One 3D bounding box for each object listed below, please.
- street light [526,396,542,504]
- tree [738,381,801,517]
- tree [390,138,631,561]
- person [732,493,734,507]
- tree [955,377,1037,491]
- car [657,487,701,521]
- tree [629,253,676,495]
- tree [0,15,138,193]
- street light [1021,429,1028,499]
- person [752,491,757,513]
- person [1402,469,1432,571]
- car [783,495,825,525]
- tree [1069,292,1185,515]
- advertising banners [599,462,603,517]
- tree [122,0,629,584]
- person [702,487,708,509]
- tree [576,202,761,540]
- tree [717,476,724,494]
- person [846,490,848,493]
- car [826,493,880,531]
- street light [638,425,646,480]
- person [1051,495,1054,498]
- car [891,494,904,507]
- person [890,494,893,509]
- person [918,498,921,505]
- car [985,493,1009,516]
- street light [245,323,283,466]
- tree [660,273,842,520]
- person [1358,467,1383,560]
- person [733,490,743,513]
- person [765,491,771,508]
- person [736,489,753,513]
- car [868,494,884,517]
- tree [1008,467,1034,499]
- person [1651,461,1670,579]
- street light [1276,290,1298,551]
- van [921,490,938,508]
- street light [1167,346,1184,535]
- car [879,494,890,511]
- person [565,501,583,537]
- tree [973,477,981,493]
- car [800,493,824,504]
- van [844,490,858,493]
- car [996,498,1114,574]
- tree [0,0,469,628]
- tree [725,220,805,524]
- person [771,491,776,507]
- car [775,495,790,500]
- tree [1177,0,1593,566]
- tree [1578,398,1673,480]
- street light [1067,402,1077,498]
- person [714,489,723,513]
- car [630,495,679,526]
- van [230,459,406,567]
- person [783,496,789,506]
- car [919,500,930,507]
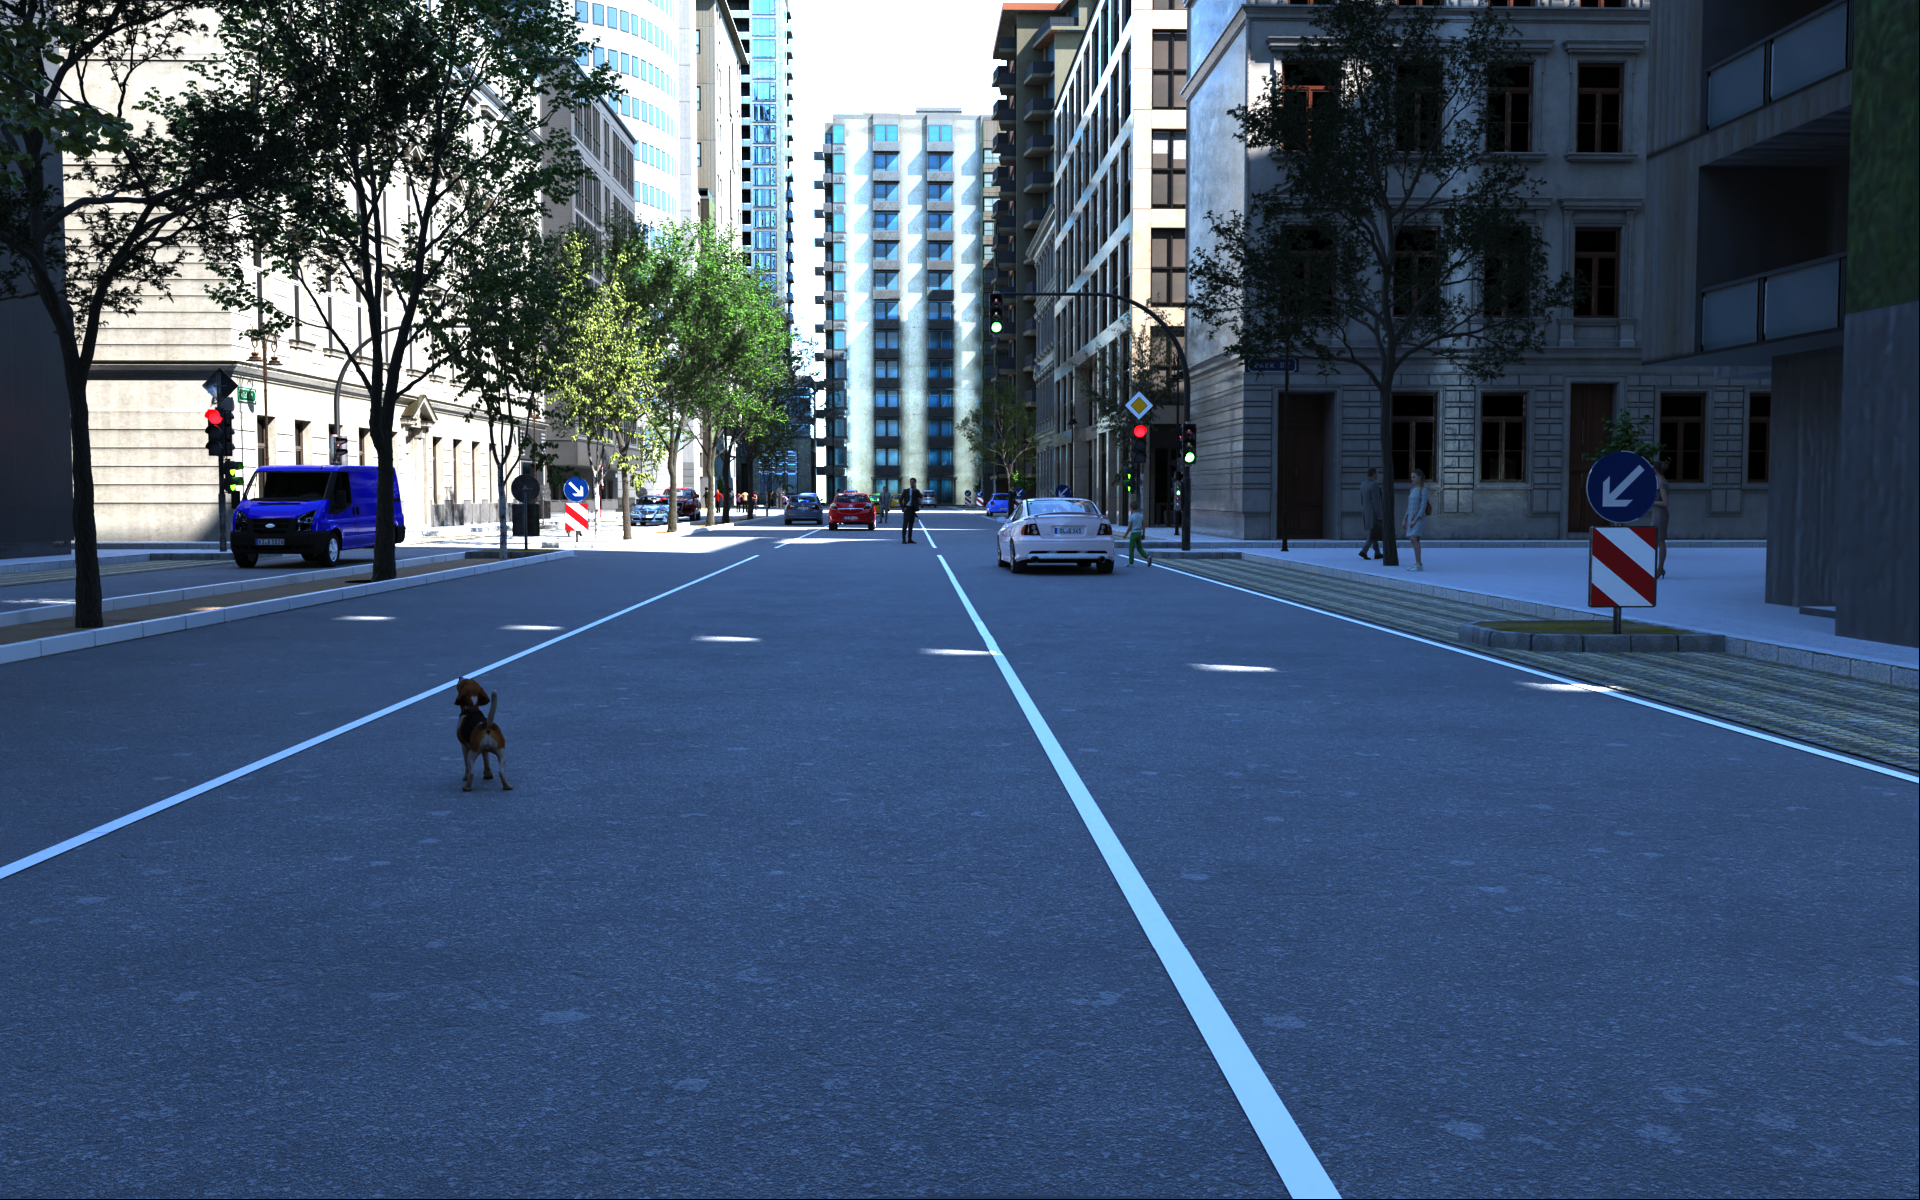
[{"bbox_3d":[-19.837,-6.607,80.804,0.468,5.910,1.993,0,4,-2],"label":"street light"},{"bbox_3d":[-11.642,-9.277,104.494,4.737,8.622,4.395,0,3,0],"label":"tree"},{"bbox_3d":[-9.388,-5.046,35.320,4.737,8.622,4.395,0,3,0],"label":"tree"},{"bbox_3d":[-22.521,-9.891,170.981,0.599,1.433,0.991,-1,4,-15],"label":"person"},{"bbox_3d":[3.967,-12.384,136.891,8.767,10.594,7.601,0,4,-7],"label":"tree"},{"bbox_3d":[-15.189,-5.201,93.714,2.281,1.827,5.304,0,4,-4],"label":"car"},{"bbox_3d":[-10.039,-5.804,47.707,4.737,8.622,4.395,0,3,0],"label":"tree"},{"bbox_3d":[-8.997,-5.523,10.882,7.486,12.596,7.792,0,3,0],"label":"tree"},{"bbox_3d":[4.533,-9.086,121.340,0.468,5.910,1.993,0,4,-2],"label":"street light"},{"bbox_3d":[-15.248,-7.215,127.929,0.593,1.643,0.415,1,4,13],"label":"person"},{"bbox_3d":[7.659,-1.344,29.025,0.522,1.701,0.512,-1,4,-20],"label":"person"},{"bbox_3d":[-7.377,-4.274,81.877,2.014,1.417,4.499,0,4,-4],"label":"car"},{"bbox_3d":[6.358,-6.874,62.755,4.360,8.622,3.978,0,3,0],"label":"tree"},{"bbox_3d":[-19.729,-6.036,94.872,0.090,3.025,2.074,0,4,0],"label":"advertising banners"},{"bbox_3d":[-9.147,-6.066,27.391,9.928,11.665,9.643,0,3,0],"label":"tree"},{"bbox_3d":[-21.890,-8.786,149.332,0.705,1.869,1.348,1,4,13],"label":"person"},{"bbox_3d":[-10.330,-7.158,53.899,8.767,10.594,7.601,0,4,-2],"label":"tree"},{"bbox_3d":[-23.251,-10.626,168.339,1.663,3.219,1.824,0,3,0],"label":"tree"},{"bbox_3d":[-10.416,-9.303,161.049,0.683,1.767,0.568,1,4,9],"label":"person"},{"bbox_3d":[-4.304,-3.694,69.432,2.155,1.783,4.494,0,4,-1],"label":"car"},{"bbox_3d":[-21.060,-8.666,114.470,0.468,5.910,1.993,0,4,-2],"label":"street light"},{"bbox_3d":[4.946,-5.056,93.399,0.332,1.250,0.352,-3,5,-45],"label":"person"},{"bbox_3d":[-5.940,-9.448,164.704,2.015,1.641,3.980,0,4,-3],"label":"car"},{"bbox_3d":[-6.494,-9.164,161.546,0.599,1.433,0.991,-2,4,-34],"label":"person"},{"bbox_3d":[-3.769,-8.918,154.239,0.705,1.831,1.348,-1,4,-20],"label":"person"},{"bbox_3d":[2.616,-6.232,111.476,1.945,1.707,3.694,0,4,-4],"label":"car"},{"bbox_3d":[-18.710,-4.522,46.730,0.468,5.910,1.993,0,4,-2],"label":"street light"},{"bbox_3d":[-11.501,-11.125,94.724,12.009,13.543,11.850,0,3,0],"label":"tree"},{"bbox_3d":[8.134,-1.704,34.008,0.767,1.812,0.694,-1,4,-15],"label":"person"},{"bbox_3d":[-17.105,-7.638,134.061,1.217,1.739,0.721,2,4,29],"label":"person"},{"bbox_3d":[-19.114,-9.980,172.395,0.721,1.735,1.217,-2,4,-29],"label":"person"},{"bbox_3d":[-16.469,-7.588,132.580,1.348,1.823,0.705,-1,4,-22],"label":"person"},{"bbox_3d":[-5.615,-5.996,108.261,2.015,1.641,3.980,0,4,-3],"label":"car"},{"bbox_3d":[4.170,-8.283,130.024,1.663,3.219,1.824,0,3,0],"label":"tree"},{"bbox_3d":[10.524,-1.212,26.197,0.374,1.781,0.599,1,4,17],"label":"person"},{"bbox_3d":[7.284,-4.029,38.669,0.468,5.910,1.993,0,4,-2],"label":"street light"},{"bbox_3d":[-3.293,-10.726,182.387,2.013,2.044,4.112,0,4,-2],"label":"van"},{"bbox_3d":[6.758,-4.955,53.798,0.468,5.910,1.993,0,4,-2],"label":"street light"},{"bbox_3d":[-6.728,-8.275,144.094,1.959,1.807,4.718,0,4,-1],"label":"car"},{"bbox_3d":[-12.971,-3.023,58.275,0.624,1.780,0.694,-1,4,-10],"label":"person"},{"bbox_3d":[2.295,-12.582,200.318,1.663,3.219,1.824,0,3,0],"label":"tree"},{"bbox_3d":[-10.238,-6.591,117.361,1.945,1.707,3.694,0,4,-1],"label":"car"},{"bbox_3d":[-10.969,-10.257,174.705,2.013,2.044,4.112,0,4,0],"label":"van"},{"bbox_3d":[1.761,-1.242,32.663,2.083,1.381,4.827,0,4,-4],"label":"car"},{"bbox_3d":[-9.307,-4.997,18.566,8.767,10.594,7.601,0,4,-2],"label":"tree"},{"bbox_3d":[-10.501,-8.272,63.457,9.928,11.665,9.643,0,3,0],"label":"tree"},{"bbox_3d":[-21.229,-11.465,196.045,0.705,1.812,1.348,-2,4,-29],"label":"person"},{"bbox_3d":[-18.676,-10.510,184.424,1.945,1.354,3.894,0,4,-2],"label":"car"},{"bbox_3d":[7.390,-5.895,30.790,7.601,10.594,8.767,0,3,0],"label":"tree"},{"bbox_3d":[13.462,-2.475,35.063,1.663,3.219,1.824,0,3,0],"label":"tree"},{"bbox_3d":[5.656,-6.997,87.189,0.468,5.910,1.993,0,4,-2],"label":"street light"},{"bbox_3d":[-18.147,-7.419,129.740,1.348,1.831,0.705,2,4,33],"label":"person"},{"bbox_3d":[-13.876,-4.084,78.777,2.014,1.417,4.499,0,4,-1],"label":"car"},{"bbox_3d":[-13.176,-1.910,35.609,2.240,2.365,5.245,0,3,0],"label":"van"},{"bbox_3d":[-13.021,-7.180,129.134,0.421,1.427,0.697,3,5,41],"label":"person"},{"bbox_3d":[-4.288,-11.354,197.632,2.014,1.417,4.499,0,4,-2],"label":"car"}]
